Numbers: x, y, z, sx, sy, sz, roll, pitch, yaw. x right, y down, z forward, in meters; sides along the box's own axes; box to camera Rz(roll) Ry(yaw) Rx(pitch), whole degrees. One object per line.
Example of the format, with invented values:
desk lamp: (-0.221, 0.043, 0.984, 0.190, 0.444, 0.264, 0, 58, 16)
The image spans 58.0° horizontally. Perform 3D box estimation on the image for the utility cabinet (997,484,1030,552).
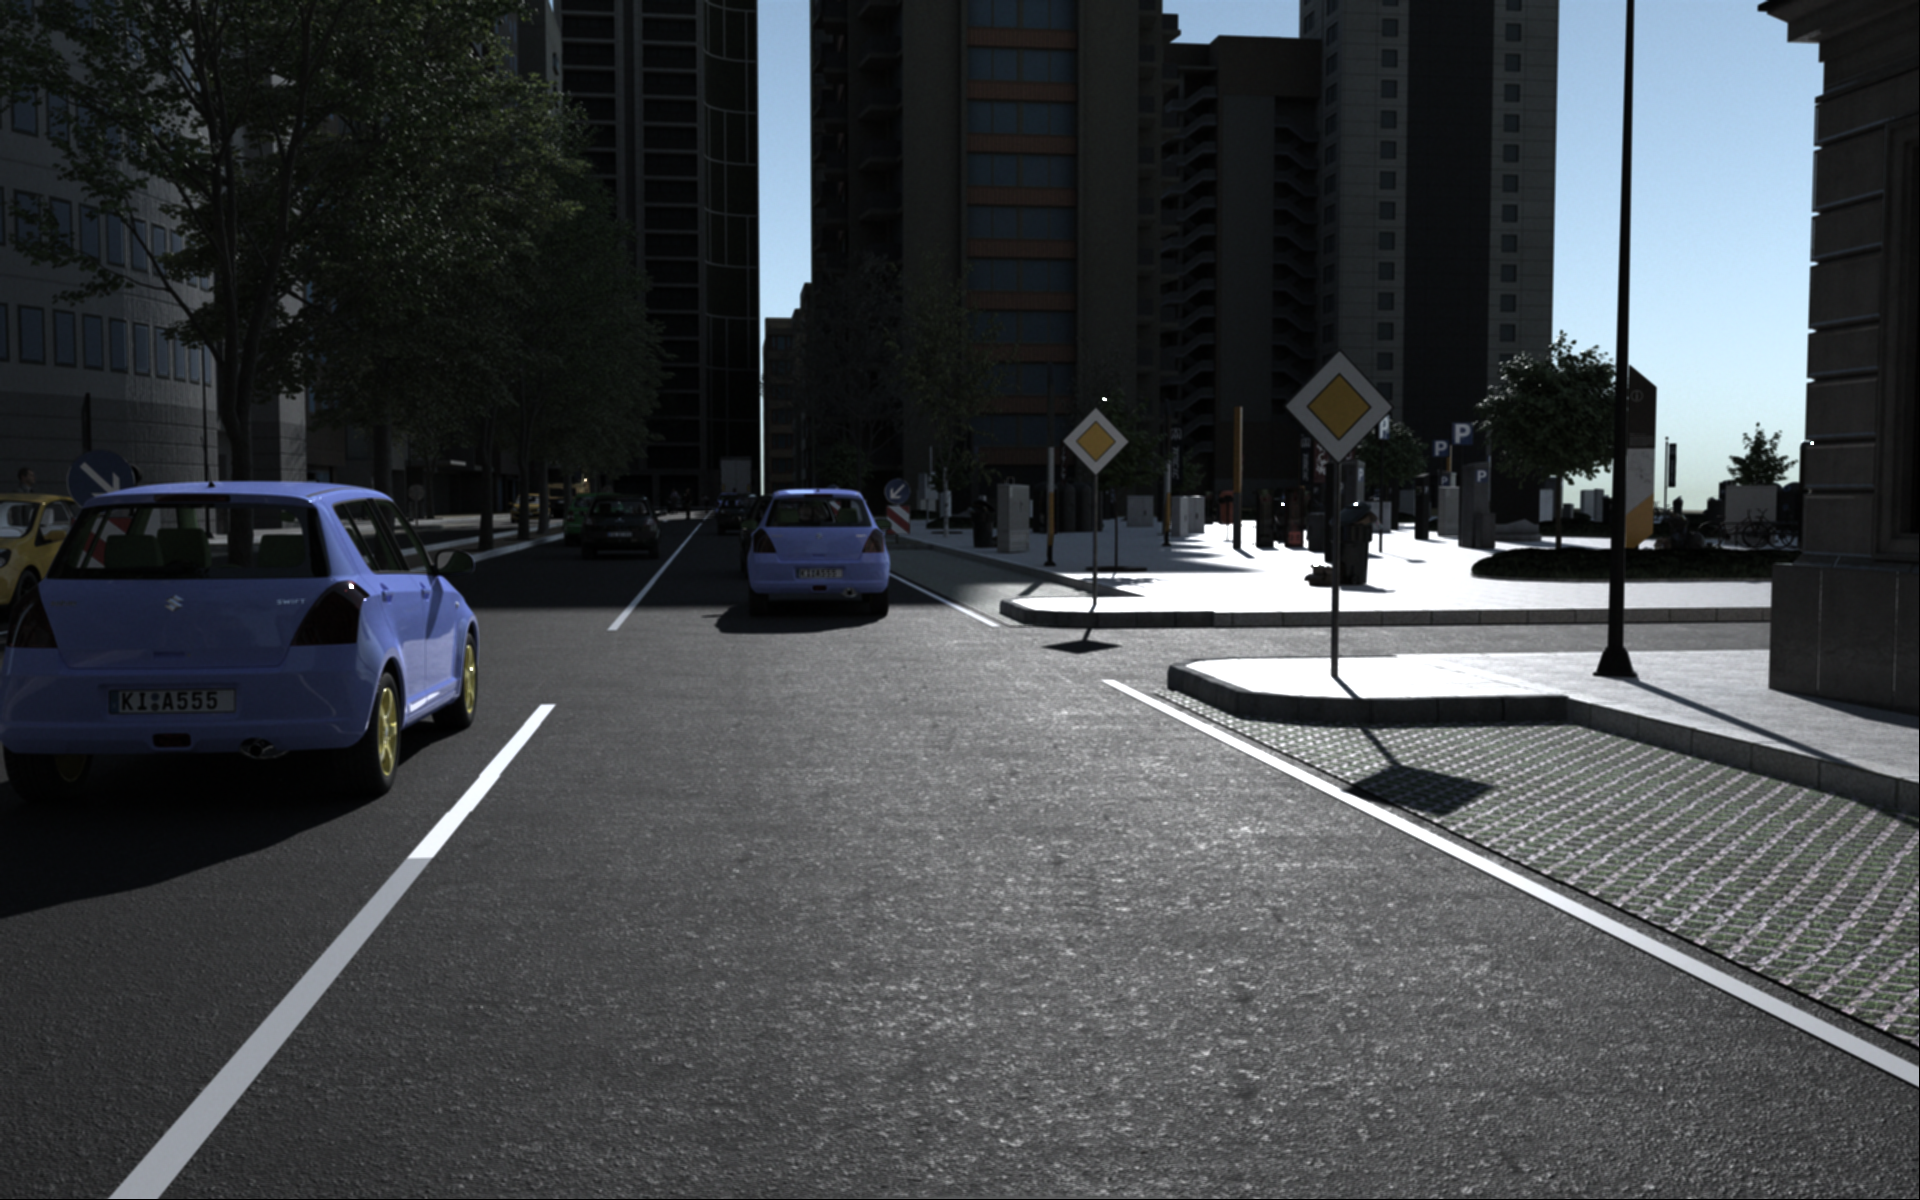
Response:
utility cabinet: (1.183, -1.794, 38.003, 0.318, 1.500, 1.173, 2, 4, 24)

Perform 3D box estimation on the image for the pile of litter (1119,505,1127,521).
pile of litter: (8.389, -4.245, 83.365, 1.176, 0.858, 1.719, -1, 4, -20)

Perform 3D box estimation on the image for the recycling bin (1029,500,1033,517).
recycling bin: (2.986, -3.867, 75.784, 0.722, 1.027, 0.722, 2, 4, 35)

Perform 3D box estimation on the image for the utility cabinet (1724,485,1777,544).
utility cabinet: (19.992, -2.148, 43.802, 1.173, 1.500, 0.318, 2, 4, 26)

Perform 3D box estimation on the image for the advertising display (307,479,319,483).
advertising display: (-28.224, -4.292, 75.394, 0.974, 1.923, 0.123, 2, 4, 34)

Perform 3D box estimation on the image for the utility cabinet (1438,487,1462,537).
utility cabinet: (14.866, -2.638, 51.810, 1.173, 1.500, 0.318, -2, 4, -27)

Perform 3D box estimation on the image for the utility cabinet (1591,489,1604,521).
utility cabinet: (27.102, -3.961, 73.441, 0.318, 1.500, 1.173, 1, 4, 15)

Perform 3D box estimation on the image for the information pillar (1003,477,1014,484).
information pillar: (2.162, -4.317, 75.078, 0.304, 2.012, 0.304, -1, 4, -12)

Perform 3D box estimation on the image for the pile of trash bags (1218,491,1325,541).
pile of trash bags: (8.861, -2.340, 48.016, 3.447, 1.369, 1.912, 1, 4, 16)

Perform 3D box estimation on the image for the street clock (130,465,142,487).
street clock: (-20.793, -2.380, 43.489, 0.471, 2.002, 0.358, 0, 4, -2)

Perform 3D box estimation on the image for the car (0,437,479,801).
car: (-3.704, 0.009, 9.446, 1.945, 1.707, 3.694, 0, 4, -7)

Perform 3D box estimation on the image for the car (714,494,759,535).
car: (-7.761, -3.175, 61.706, 2.009, 1.686, 4.222, 0, 4, -7)

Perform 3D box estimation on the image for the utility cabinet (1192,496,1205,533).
utility cabinet: (7.639, -2.836, 57.534, 1.020, 1.237, 0.306, -2, 4, -26)

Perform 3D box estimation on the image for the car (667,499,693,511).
car: (-23.046, -7.970, 142.113, 2.131, 1.459, 4.920, 0, 4, -6)

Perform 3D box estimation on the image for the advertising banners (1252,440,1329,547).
advertising banners: (8.053, -2.791, 41.817, 2.074, 3.025, 0.090, -1, 4, -13)

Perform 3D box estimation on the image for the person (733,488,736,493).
person: (-15.061, -6.570, 115.859, 1.348, 1.831, 0.705, -3, 5, -39)

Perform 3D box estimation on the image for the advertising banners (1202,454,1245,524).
advertising banners: (11.383, -4.809, 74.816, 2.074, 3.025, 0.090, -1, 4, -20)

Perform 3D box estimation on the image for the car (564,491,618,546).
car: (-10.203, -2.472, 49.207, 1.959, 1.807, 4.718, 0, 4, -7)

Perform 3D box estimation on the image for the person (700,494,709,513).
person: (-19.028, -7.185, 129.158, 0.628, 1.438, 0.799, 0, 4, -5)

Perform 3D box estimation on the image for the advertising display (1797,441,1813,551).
advertising display: (10.698, -0.997, 21.514, 0.974, 1.923, 0.123, -3, 5, -39)

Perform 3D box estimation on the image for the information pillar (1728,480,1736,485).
information pillar: (40.505, -5.287, 90.937, 0.304, 2.012, 0.304, 0, 4, -8)

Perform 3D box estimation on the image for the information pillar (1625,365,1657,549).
information pillar: (12.342, -2.452, 31.446, 0.504, 3.616, 0.183, 1, 4, 12)

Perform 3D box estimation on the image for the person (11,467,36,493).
person: (-13.227, -0.979, 24.612, 0.767, 1.812, 0.694, -1, 4, -11)

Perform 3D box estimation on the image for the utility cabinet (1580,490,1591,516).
utility cabinet: (33.949, -5.170, 93.210, 1.173, 1.500, 0.318, -1, 4, -21)

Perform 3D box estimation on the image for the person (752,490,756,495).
person: (-20.447, -9.917, 170.724, 1.350, 1.814, 0.705, -2, 4, -35)

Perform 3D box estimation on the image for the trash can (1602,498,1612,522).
trash can: (26.169, -3.548, 69.658, 0.748, 1.137, 0.748, 0, 3, 0)

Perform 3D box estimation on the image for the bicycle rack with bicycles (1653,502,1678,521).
bicycle rack with bicycles: (33.060, -4.287, 83.479, 2.925, 0.926, 2.852, 1, 4, 13)

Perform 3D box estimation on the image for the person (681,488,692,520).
person: (-15.378, -5.402, 97.338, 0.721, 1.766, 1.217, -3, 4, -36)

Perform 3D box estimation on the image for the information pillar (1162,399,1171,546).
information pillar: (5.093, -3.128, 42.492, 0.183, 3.616, 0.504, 0, 4, -2)

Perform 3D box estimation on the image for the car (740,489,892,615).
car: (-1.809, -0.749, 21.841, 1.945, 1.707, 3.694, 0, 4, -6)

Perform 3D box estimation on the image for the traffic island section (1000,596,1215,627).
traffic island section: (1.584, 0.132, 20.117, 2.009, 0.180, 2.903, 0, 4, -8)

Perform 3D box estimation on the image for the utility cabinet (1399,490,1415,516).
utility cabinet: (23.207, -4.942, 89.486, 0.318, 1.500, 1.173, -2, 4, -24)

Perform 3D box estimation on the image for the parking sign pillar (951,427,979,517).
parking sign pillar: (0.202, -4.996, 70.155, 1.447, 3.967, 1.447, -3, 4, -38)

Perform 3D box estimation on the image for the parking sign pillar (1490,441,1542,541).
parking sign pillar: (15.237, -3.612, 47.536, 1.447, 3.967, 1.447, 1, 4, 16)

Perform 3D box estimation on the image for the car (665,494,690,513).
car: (-21.275, -7.410, 130.946, 2.009, 1.686, 4.222, -1, 4, -9)

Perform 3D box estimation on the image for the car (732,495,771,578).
car: (-3.037, -1.292, 30.909, 2.009, 1.686, 4.222, -1, 4, -9)

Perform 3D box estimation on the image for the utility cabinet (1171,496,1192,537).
utility cabinet: (6.661, -2.526, 52.460, 0.306, 1.237, 1.020, 1, 4, 22)

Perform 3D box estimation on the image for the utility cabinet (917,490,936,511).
utility cabinet: (-1.811, -5.176, 93.314, 0.318, 1.500, 1.173, 3, 5, 43)

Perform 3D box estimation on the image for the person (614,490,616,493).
person: (-29.865, -8.621, 149.471, 0.705, 1.822, 1.348, 0, 4, -7)

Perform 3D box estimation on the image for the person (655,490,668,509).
person: (-28.901, -9.743, 167.814, 1.348, 1.821, 0.705, 1, 4, 10)

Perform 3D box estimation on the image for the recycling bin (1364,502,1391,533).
recycling bin: (13.991, -2.783, 58.053, 0.722, 1.027, 0.722, 0, 4, -5)

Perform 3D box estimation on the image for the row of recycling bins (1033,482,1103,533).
row of recycling bins: (3.713, -3.148, 58.587, 1.069, 1.692, 3.534, 3, 4, 38)

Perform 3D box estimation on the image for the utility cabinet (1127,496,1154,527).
utility cabinet: (6.990, -3.430, 67.237, 1.020, 1.237, 0.306, 0, 4, 3)

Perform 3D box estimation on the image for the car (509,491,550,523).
car: (-21.537, -4.686, 86.841, 2.015, 1.641, 3.980, -1, 4, -9)

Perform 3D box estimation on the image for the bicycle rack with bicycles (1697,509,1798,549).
bicycle rack with bicycles: (19.373, -1.704, 41.241, 2.925, 0.926, 2.852, 3, 4, 37)

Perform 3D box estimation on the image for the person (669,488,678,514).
person: (-20.408, -7.021, 123.163, 0.709, 1.838, 0.599, 2, 4, 30)

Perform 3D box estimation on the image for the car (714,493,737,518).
car: (-14.235, -5.951, 106.886, 1.945, 1.707, 3.694, 0, 4, -6)

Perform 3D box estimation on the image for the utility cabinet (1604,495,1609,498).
utility cabinet: (34.844, -5.059, 93.883, 0.306, 1.237, 1.020, 0, 4, 3)

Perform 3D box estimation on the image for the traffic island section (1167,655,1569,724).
traffic island section: (2.654, 0.616, 12.204, 2.009, 0.180, 2.903, 0, 4, -8)

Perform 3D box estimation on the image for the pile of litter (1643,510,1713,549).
pile of litter: (16.486, -1.577, 39.755, 1.719, 0.858, 1.176, 3, 5, 44)

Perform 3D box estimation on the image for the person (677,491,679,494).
person: (-26.227, -9.266, 160.722, 1.217, 1.743, 0.721, -2, 4, -25)

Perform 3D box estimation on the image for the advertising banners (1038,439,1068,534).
advertising banners: (2.986, -3.630, 55.541, 0.090, 3.025, 2.074, -1, 4, -23)

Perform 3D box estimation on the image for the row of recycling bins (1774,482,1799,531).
row of recycling bins: (29.027, -3.214, 59.669, 1.069, 1.692, 3.534, -1, 4, -19)

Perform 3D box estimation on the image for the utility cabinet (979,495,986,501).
utility cabinet: (0.687, -4.124, 78.590, 1.020, 1.237, 0.306, 2, 4, 29)

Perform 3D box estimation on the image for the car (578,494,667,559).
car: (-7.715, -1.821, 39.561, 2.009, 1.686, 4.222, -1, 4, -9)

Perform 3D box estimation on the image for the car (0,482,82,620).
car: (-11.466, -0.637, 20.635, 2.015, 1.641, 3.980, 0, 4, -6)

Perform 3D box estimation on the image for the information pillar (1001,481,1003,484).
information pillar: (2.467, -5.512, 94.619, 0.304, 2.012, 0.304, -3, 5, -42)

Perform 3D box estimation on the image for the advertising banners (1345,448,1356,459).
advertising banners: (13.286, -4.068, 62.694, 2.074, 3.025, 0.090, 0, 4, 5)
